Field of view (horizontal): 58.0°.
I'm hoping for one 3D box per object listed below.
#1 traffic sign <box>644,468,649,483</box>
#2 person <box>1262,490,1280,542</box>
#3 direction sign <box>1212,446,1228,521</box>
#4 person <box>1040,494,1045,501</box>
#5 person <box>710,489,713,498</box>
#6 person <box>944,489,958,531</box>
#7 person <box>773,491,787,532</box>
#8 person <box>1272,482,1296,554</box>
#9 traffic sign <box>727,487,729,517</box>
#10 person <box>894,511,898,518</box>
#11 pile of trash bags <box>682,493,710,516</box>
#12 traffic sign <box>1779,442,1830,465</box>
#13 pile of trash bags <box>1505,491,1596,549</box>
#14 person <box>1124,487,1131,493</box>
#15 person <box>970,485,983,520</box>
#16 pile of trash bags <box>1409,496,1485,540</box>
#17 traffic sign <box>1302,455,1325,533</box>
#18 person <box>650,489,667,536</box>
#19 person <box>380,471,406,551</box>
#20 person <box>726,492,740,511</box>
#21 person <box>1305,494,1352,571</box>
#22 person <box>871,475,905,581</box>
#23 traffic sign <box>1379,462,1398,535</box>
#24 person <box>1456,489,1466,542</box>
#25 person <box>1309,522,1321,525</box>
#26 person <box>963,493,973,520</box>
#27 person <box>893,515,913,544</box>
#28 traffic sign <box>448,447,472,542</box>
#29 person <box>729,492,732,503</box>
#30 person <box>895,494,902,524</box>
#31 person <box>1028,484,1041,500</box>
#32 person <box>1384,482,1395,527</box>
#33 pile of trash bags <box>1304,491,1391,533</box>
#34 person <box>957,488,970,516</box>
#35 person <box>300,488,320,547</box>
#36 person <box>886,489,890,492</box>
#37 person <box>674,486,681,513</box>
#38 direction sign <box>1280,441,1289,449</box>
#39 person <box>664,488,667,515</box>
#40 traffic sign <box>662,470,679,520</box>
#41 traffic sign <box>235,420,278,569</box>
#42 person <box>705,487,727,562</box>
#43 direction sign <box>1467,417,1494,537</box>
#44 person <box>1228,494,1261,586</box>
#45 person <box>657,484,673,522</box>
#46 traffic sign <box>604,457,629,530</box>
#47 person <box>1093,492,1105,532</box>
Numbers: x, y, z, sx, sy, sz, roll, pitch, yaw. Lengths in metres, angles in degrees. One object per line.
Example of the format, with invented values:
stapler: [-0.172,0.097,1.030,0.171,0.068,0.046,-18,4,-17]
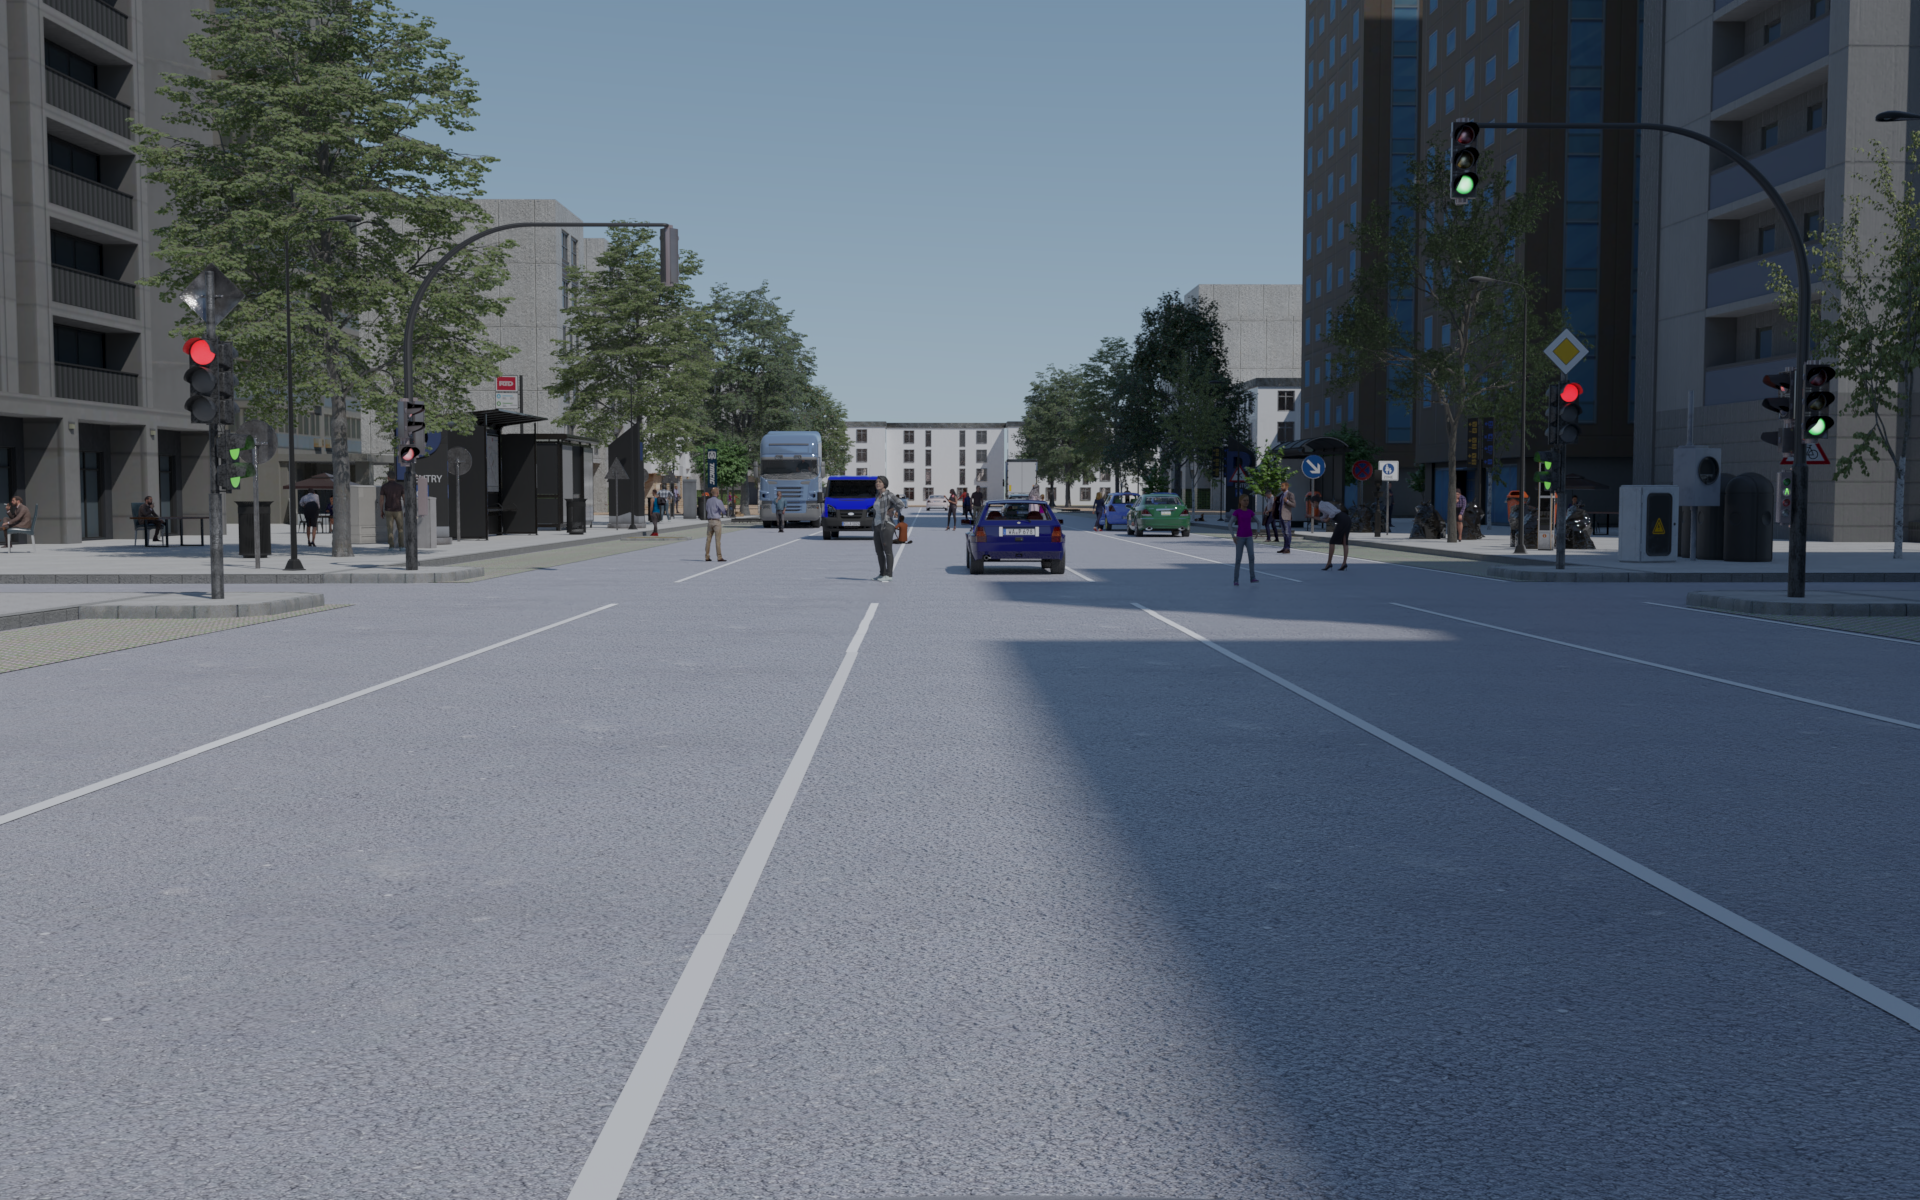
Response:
traffic sign: [-15.266,-5.059,82.825,0.768,2.556,0.104,0,4,1]
person: [9.219,-2.486,51.360,0.590,1.554,0.614,0,4,-5]
direction sign: [12.436,-5.531,82.424,0.876,3.537,0.379,0,4,-2]
person: [2.882,-2.893,59.043,0.726,1.435,0.776,2,4,29]
person: [-23.592,-9.678,164.997,0.721,1.735,1.217,-2,4,-28]
person: [-0.374,-3.540,67.841,0.593,1.643,0.415,1,4,12]
person: [-6.681,-3.292,64.536,0.499,1.552,0.429,2,4,26]
person: [7.789,-1.983,41.748,0.431,1.722,0.655,-1,4,-14]
traffic sign: [-12.711,-5.798,94.899,0.768,2.556,0.104,0,4,3]
person: [-3.768,-5.148,103.149,0.381,0.543,0.357,-2,4,-32]
pile of trash bags: [-15.234,-5.651,102.138,1.912,1.369,3.447,-1,4,-19]
traffic sign: [15.244,-1.915,31.307,0.884,2.594,0.081,0,4,4]
pile of trash bags: [14.216,-1.954,41.704,1.912,1.369,3.447,1,4,16]
person: [12.248,-7.374,126.616,1.348,1.823,0.705,1,4,19]
person: [0.744,-4.082,75.369,0.598,1.807,0.434,-1,4,-10]
pile of trash bags: [14.404,-2.400,48.986,3.447,1.369,1.912,3,5,40]
traffic sign: [11.507,-3.448,56.478,0.768,2.556,0.104,0,4,-1]
person: [-10.292,-2.953,58.651,0.662,1.594,0.647,2,4,24]
person: [-12.786,-2.016,39.133,0.598,1.807,0.434,-1,4,-11]
person: [-15.928,-6.891,121.977,1.065,1.426,0.557,0,4,5]
person: [6.916,-1.271,32.469,0.799,1.438,0.628,0,4,-3]
person: [-1.235,-1.179,28.500,0.376,1.734,0.841,-2,4,-25]
traffic sign: [13.291,-3.161,53.812,0.606,2.300,0.079,0,4,1]
person: [13.312,-2.266,46.329,0.421,1.427,0.697,1,4,18]
person: [14.558,-3.910,70.696,0.841,1.734,0.376,0,4,4]
person: [0.422,-4.242,80.546,0.574,1.496,0.600,0,4,-3]
person: [-1.762,-2.017,49.770,0.859,0.850,0.655,-3,5,-45]
traffic sign: [-13.518,-2.846,46.634,0.768,2.556,0.104,0,4,4]
person: [-17.259,-7.408,130.381,0.599,1.433,0.991,-3,5,-45]
person: [-2.684,-4.045,77.868,0.726,1.435,0.776,3,5,43]
person: [2.442,-2.880,56.258,0.621,1.740,0.551,-3,5,-40]
person: [16.837,-3.732,67.586,0.617,1.759,0.750,-2,4,-24]
pile of trash bags: [12.979,-2.997,58.751,1.912,1.369,3.447,-2,4,-33]
person: [0.289,-6.504,114.772,1.348,1.831,0.705,-3,5,-44]
person: [-15.878,-2.032,42.454,0.799,1.438,0.628,3,5,41]
person: [-3.508,-4.242,79.312,0.566,1.644,0.517,3,5,42]
person: [-18.728,-6.652,114.672,0.599,1.838,0.709,2,4,32]
direction sign: [14.035,-5.064,74.787,0.379,3.537,0.876,-1,4,-17]
person: [-18.388,-6.165,107.549,1.217,1.736,0.721,3,5,41]
traffic sign: [-14.368,-5.250,85.840,0.884,2.594,0.081,0,4,6]
traffic sign: [-12.084,-1.812,29.727,0.768,2.556,0.104,0,4,2]
person: [-5.203,-1.602,36.760,0.516,1.574,0.319,2,4,34]
direction sign: [15.396,-3.626,51.284,0.379,3.537,0.876,-3,5,-40]
person: [4.486,-0.930,26.948,0.726,1.435,0.776,-1,4,-14]
person: [-13.715,-4.498,80.309,0.841,1.734,0.376,0,4,-3]
traffic sign: [-12.128,-3.743,61.206,0.884,2.594,0.081,0,4,1]
person: [5.286,-3.368,66.110,0.480,1.512,0.613,1,4,16]
